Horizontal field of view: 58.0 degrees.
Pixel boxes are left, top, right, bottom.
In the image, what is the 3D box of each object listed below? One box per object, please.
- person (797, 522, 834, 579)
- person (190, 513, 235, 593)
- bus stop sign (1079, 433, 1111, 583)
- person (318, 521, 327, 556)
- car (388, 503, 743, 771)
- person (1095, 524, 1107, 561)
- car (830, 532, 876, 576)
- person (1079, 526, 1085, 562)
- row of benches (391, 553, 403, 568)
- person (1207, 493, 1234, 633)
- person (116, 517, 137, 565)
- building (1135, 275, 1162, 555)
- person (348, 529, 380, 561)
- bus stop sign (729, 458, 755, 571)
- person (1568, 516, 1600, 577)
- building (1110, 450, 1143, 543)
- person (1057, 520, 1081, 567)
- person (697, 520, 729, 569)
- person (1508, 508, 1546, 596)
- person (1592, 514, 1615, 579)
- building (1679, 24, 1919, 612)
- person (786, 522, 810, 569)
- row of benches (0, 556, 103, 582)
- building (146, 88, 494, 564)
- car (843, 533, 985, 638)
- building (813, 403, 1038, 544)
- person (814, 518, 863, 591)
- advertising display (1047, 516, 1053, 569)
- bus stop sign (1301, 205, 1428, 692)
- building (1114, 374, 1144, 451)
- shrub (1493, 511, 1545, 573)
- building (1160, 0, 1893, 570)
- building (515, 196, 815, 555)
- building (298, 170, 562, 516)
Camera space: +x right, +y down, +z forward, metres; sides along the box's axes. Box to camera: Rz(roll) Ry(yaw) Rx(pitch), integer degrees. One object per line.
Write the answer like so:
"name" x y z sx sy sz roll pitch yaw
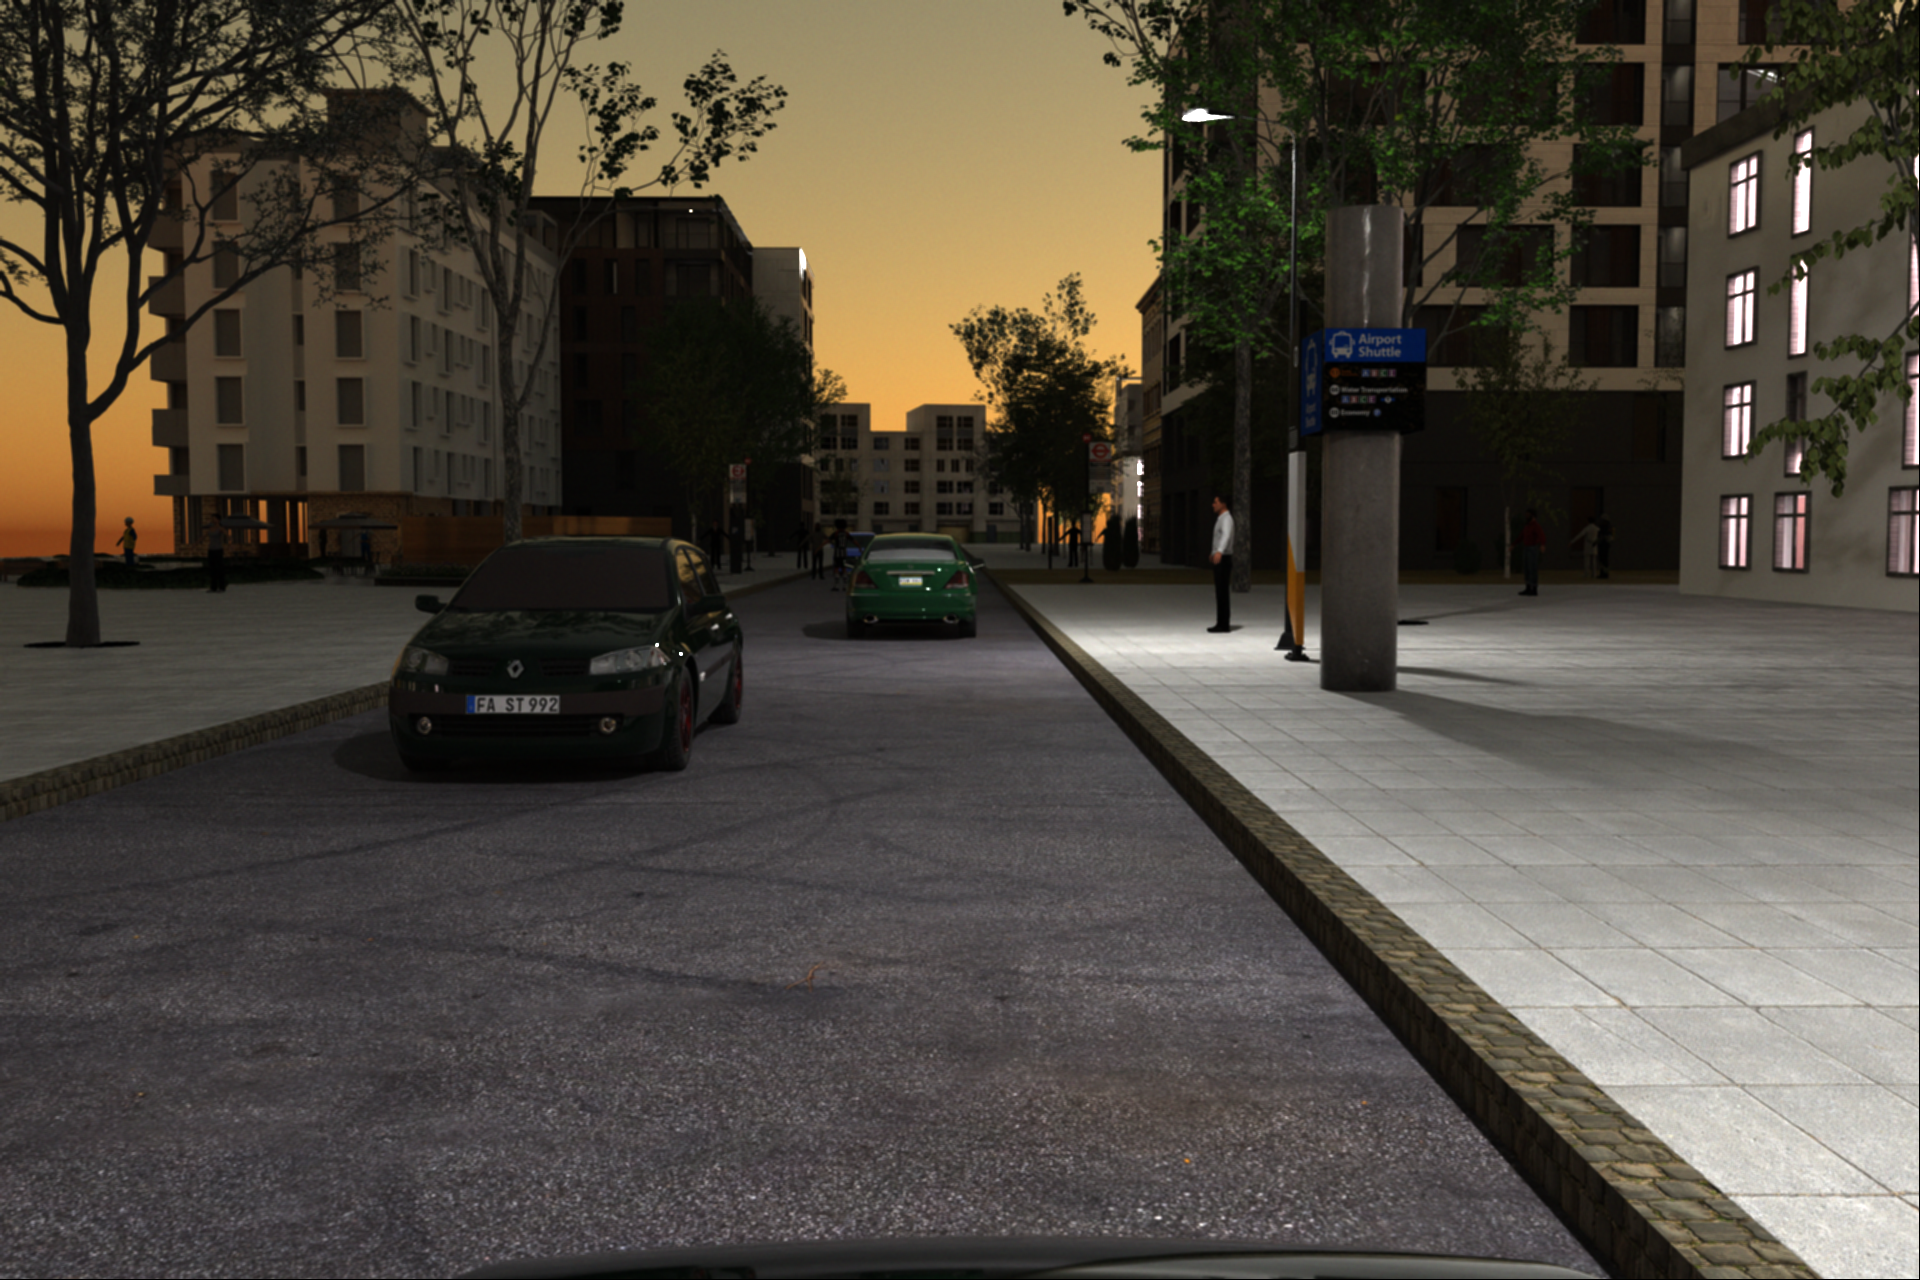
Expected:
"person" -4.501 -2.829 54.832 1.348 1.813 0.705 -1 4 -17
"person" -16.387 -1.909 38.019 1.217 1.737 0.721 1 4 22
"bus stop sign" 3.580 -3.501 45.938 0.855 3.939 0.416 0 4 0
"person" -25.464 -3.852 69.115 0.704 1.812 1.346 -1 4 -18
"car" -2.511 -0.118 11.719 2.009 1.686 4.222 0 4 0
"person" 6.218 -4.043 72.225 1.347 1.817 0.704 -1 4 -22
"car" -3.451 -3.050 59.457 1.945 1.707 3.694 0 4 -1
"person" 5.773 -4.501 80.398 0.721 1.733 1.217 1 4 20
"row of benches" -17.228 -2.631 58.479 4.104 0.672 1.422 -3 4 -36
"person" 3.401 -1.009 22.649 0.704 1.810 1.344 0 4 6
"person" -24.176 -2.677 50.229 1.216 1.772 0.721 3 5 43
"building" 21.343 -16.822 105.968 19.493 23.208 18.063 0 3 0
"person" -23.666 -3.857 68.917 1.347 1.847 0.705 1 4 10
"bus stop sign" -7.606 -4.387 60.427 0.855 3.939 0.416 0 4 1
"person" 18.719 -2.770 51.483 1.347 1.806 0.705 -1 4 -14
"building" 20.816 -14.178 173.963 9.099 9.664 28.070 0 4 0
"person" 4.395 -3.754 67.307 1.347 1.837 0.705 -2 4 -24
"person" -8.856 -3.459 62.749 1.347 1.806 0.705 -1 4 -10
"person" 11.881 -1.837 36.139 0.704 1.816 1.345 -1 4 -12
"person" 18.562 -2.704 49.986 0.705 1.856 1.354 0 4 3
"building" 20.182 -4.971 23.428 9.099 9.664 28.070 0 4 -1
"person" -5.801 -3.491 63.797 1.216 1.740 0.721 0 4 1
"row of benches" -25.663 -1.943 47.227 4.104 0.672 1.422 -3 5 -42
"building" -28.599 -13.369 75.004 16.016 20.090 11.380 0 4 0
"car" -0.680 -0.833 25.420 2.131 1.459 4.920 0 4 -1
"building" -6.262 -22.810 241.856 31.486 18.905 16.747 -1 4 -10
"person" -3.035 -2.150 43.750 1.345 1.843 0.704 -2 4 -28
"advertising display" 3.307 -3.573 63.638 0.123 1.923 0.974 0 4 -2
"bus stop sign" 3.297 -1.542 14.233 0.837 3.901 0.837 0 4 0
"building" 23.436 -21.324 205.070 16.016 20.090 11.380 0 4 0
"shrub" 18.326 -3.204 56.808 1.690 2.028 1.600 0 3 0
"building" 22.687 -14.305 77.861 27.936 21.610 32.646 0 4 -1
"building" -25.224 -16.966 121.374 27.936 21.610 32.646 0 4 -1
"building" -28.981 -14.377 91.482 16.016 20.090 11.380 0 4 0
